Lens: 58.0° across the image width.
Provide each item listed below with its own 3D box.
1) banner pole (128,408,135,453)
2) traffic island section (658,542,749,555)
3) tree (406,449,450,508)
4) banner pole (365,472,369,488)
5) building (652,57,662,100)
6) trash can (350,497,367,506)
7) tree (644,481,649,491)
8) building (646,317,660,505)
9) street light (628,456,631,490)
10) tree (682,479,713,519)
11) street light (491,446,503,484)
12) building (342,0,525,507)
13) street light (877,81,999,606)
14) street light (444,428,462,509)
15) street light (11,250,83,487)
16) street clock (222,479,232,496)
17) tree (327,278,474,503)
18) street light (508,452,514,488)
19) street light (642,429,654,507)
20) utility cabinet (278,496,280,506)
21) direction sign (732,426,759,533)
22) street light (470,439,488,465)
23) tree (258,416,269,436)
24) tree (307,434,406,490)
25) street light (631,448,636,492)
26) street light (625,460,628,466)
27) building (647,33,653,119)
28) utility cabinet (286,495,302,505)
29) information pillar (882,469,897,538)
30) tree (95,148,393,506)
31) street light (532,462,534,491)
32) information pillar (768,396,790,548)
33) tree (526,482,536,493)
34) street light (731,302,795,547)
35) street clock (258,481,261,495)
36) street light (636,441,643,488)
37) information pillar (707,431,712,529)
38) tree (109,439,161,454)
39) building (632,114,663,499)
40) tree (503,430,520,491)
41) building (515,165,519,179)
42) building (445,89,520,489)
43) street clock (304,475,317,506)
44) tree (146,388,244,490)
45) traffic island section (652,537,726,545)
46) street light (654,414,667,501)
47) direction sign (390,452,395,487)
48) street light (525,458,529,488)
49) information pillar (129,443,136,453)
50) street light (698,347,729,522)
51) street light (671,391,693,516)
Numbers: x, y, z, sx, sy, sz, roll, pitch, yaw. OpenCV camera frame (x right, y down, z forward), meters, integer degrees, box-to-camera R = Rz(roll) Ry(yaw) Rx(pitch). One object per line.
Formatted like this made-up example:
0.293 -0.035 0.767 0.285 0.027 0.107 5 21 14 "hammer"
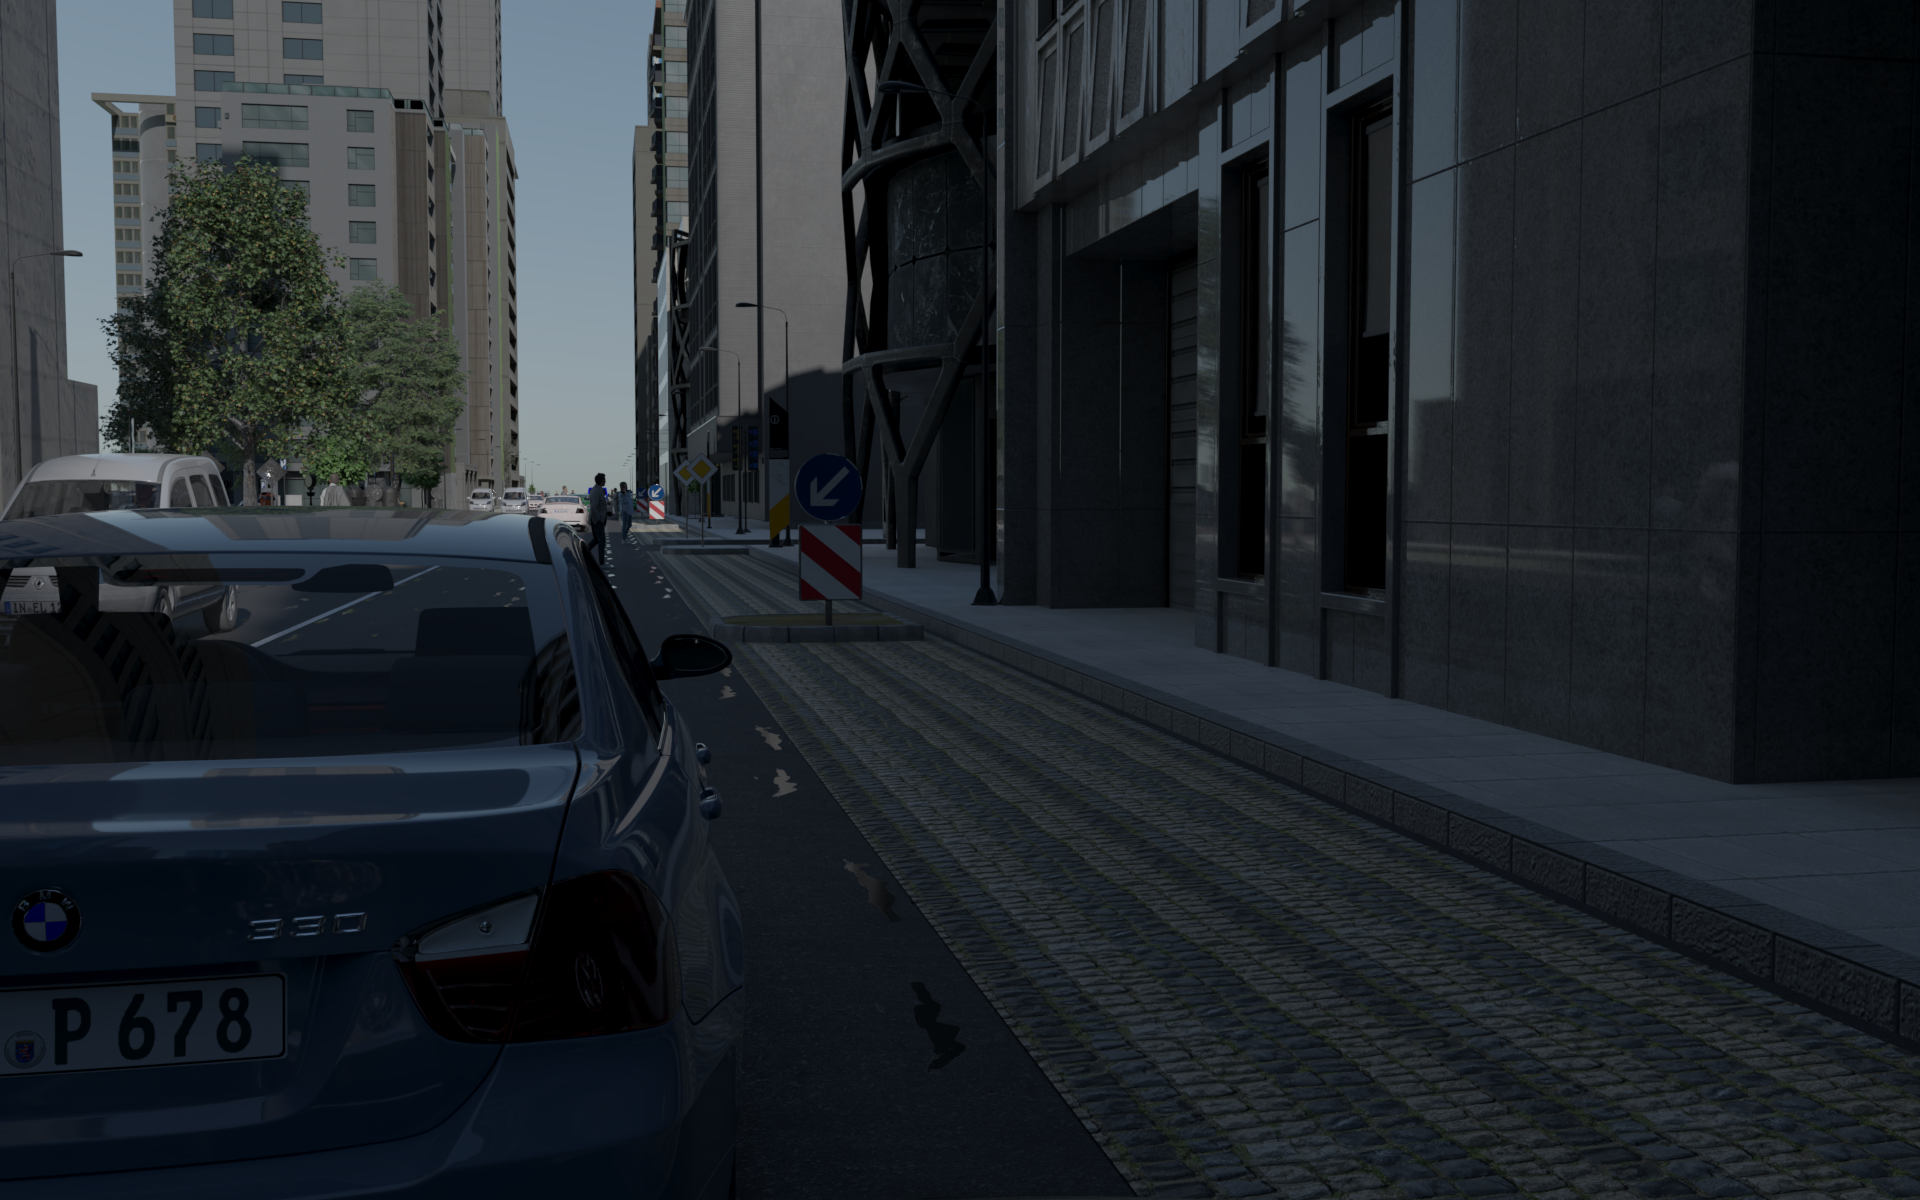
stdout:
-24.123 -3.701 50.535 0.401 3.779 0.863 -2 4 -32 "banner pole"
-6.224 -1.208 42.028 2.009 0.180 2.903 -1 4 -12 "traffic island section"
-35.548 -8.012 114.709 4.285 4.588 4.351 0 3 0 "tree"
-37.183 -7.254 108.612 0.401 3.779 0.863 -3 5 -39 "banner pole"
-34.158 -57.015 244.863 22.319 86.520 31.000 -1 4 -12 "building"
-26.944 -4.039 77.690 0.748 1.137 0.748 0 3 0 "trash can"
-36.852 -12.991 207.007 1.663 3.219 1.824 0 3 0 "tree"
-19.213 -20.849 185.919 27.650 21.520 28.899 -1 4 -12 "building"
-36.986 -13.828 198.631 1.470 5.913 1.316 -1 4 -12 "street light"
-13.590 -5.767 88.889 1.663 3.219 1.824 0 3 0 "tree"
-45.192 -11.947 167.881 1.470 5.913 1.316 -1 4 -12 "street light"
-69.213 -48.480 230.904 20.563 71.187 20.611 -1 4 -12 "building"
-0.240 -2.888 19.768 1.470 5.913 1.316 -1 4 -12 "street light"
-35.860 -9.165 122.391 1.470 5.913 1.316 -1 4 -12 "street light"
-17.386 -3.698 33.006 1.470 5.913 1.316 -1 4 -12 "street light"
-35.066 -4.786 82.821 0.471 2.002 0.358 1 4 16 "street clock"
-33.229 -11.931 101.724 9.857 13.997 8.962 0 3 0 "tree"
-49.770 -13.330 190.487 1.470 5.913 1.316 -1 4 -12 "street light"
-22.934 -9.654 130.391 1.470 5.913 1.316 -1 4 -12 "street light"
-36.537 -4.944 91.999 0.306 1.237 1.020 1 4 15 "utility cabinet"
-7.132 -4.011 57.572 0.876 3.537 0.379 -1 4 -15 "direction sign"
-40.563 -10.577 145.468 1.470 5.913 1.316 -1 4 -12 "street light"
-48.314 -10.159 116.468 4.737 8.622 4.395 0 3 0 "tree"
-28.923 -5.924 80.569 4.285 4.588 4.351 0 3 0 "tree"
-32.251 -12.395 175.205 1.470 5.913 1.316 -1 4 -12 "street light"
-39.892 -14.627 211.689 1.470 5.913 1.316 -1 4 -12 "street light"
-40.135 -50.896 270.400 20.563 71.187 20.611 -1 4 -12 "building"
-43.444 -6.220 112.857 1.020 1.237 0.306 -2 4 -32 "utility cabinet"
-2.048 -2.807 50.385 0.304 2.012 0.304 2 4 28 "information pillar"
-23.931 -8.611 57.802 9.611 12.733 9.660 0 3 0 "tree"
-61.774 -16.883 248.579 1.470 5.913 1.316 -1 4 -12 "street light"
-4.340 -3.065 41.467 0.504 3.616 0.183 0 4 -1 "information pillar"
-68.628 -17.279 277.109 1.663 3.219 1.824 0 3 0 "tree"
-4.751 -4.261 42.205 1.470 5.913 1.316 -1 4 -12 "street light"
-37.901 -5.473 94.058 0.358 2.002 0.471 -3 4 -38 "street clock"
-27.534 -11.026 152.810 1.470 5.913 1.316 -1 4 -12 "street light"
-9.346 -4.469 64.427 0.183 3.616 0.504 0 4 -4 "information pillar"
-48.869 -7.273 102.623 4.285 4.588 4.351 0 3 0 "tree"
-30.254 -36.427 219.286 21.300 48.544 21.600 -1 4 -12 "building"
-51.913 -15.040 196.258 4.360 8.622 3.978 0 3 0 "tree"
-79.642 -40.648 253.836 28.713 52.752 27.495 -1 4 -12 "building"
-65.288 -35.879 210.316 21.300 48.544 21.600 -1 4 -12 "building"
-24.437 -3.708 65.203 0.471 2.002 0.358 2 4 32 "street clock"
-41.370 -8.663 91.997 4.737 8.622 4.395 0 3 0 "tree"
-7.836 -1.686 49.849 2.009 0.180 2.903 -1 4 -12 "traffic island section"
-16.929 -7.859 101.041 1.470 5.913 1.316 -1 4 -12 "street light"
-30.463 -6.180 93.041 0.379 3.537 0.876 0 4 -7 "direction sign"
-57.128 -15.496 225.897 1.470 5.913 1.316 -1 4 -12 "street light"
-37.095 -5.283 77.726 0.504 3.616 0.183 3 5 41 "information pillar"
-7.537 -5.040 54.945 1.470 5.913 1.316 -1 4 -12 "street light"
-12.299 -6.487 78.608 1.470 5.913 1.316 -1 4 -12 "street light"
